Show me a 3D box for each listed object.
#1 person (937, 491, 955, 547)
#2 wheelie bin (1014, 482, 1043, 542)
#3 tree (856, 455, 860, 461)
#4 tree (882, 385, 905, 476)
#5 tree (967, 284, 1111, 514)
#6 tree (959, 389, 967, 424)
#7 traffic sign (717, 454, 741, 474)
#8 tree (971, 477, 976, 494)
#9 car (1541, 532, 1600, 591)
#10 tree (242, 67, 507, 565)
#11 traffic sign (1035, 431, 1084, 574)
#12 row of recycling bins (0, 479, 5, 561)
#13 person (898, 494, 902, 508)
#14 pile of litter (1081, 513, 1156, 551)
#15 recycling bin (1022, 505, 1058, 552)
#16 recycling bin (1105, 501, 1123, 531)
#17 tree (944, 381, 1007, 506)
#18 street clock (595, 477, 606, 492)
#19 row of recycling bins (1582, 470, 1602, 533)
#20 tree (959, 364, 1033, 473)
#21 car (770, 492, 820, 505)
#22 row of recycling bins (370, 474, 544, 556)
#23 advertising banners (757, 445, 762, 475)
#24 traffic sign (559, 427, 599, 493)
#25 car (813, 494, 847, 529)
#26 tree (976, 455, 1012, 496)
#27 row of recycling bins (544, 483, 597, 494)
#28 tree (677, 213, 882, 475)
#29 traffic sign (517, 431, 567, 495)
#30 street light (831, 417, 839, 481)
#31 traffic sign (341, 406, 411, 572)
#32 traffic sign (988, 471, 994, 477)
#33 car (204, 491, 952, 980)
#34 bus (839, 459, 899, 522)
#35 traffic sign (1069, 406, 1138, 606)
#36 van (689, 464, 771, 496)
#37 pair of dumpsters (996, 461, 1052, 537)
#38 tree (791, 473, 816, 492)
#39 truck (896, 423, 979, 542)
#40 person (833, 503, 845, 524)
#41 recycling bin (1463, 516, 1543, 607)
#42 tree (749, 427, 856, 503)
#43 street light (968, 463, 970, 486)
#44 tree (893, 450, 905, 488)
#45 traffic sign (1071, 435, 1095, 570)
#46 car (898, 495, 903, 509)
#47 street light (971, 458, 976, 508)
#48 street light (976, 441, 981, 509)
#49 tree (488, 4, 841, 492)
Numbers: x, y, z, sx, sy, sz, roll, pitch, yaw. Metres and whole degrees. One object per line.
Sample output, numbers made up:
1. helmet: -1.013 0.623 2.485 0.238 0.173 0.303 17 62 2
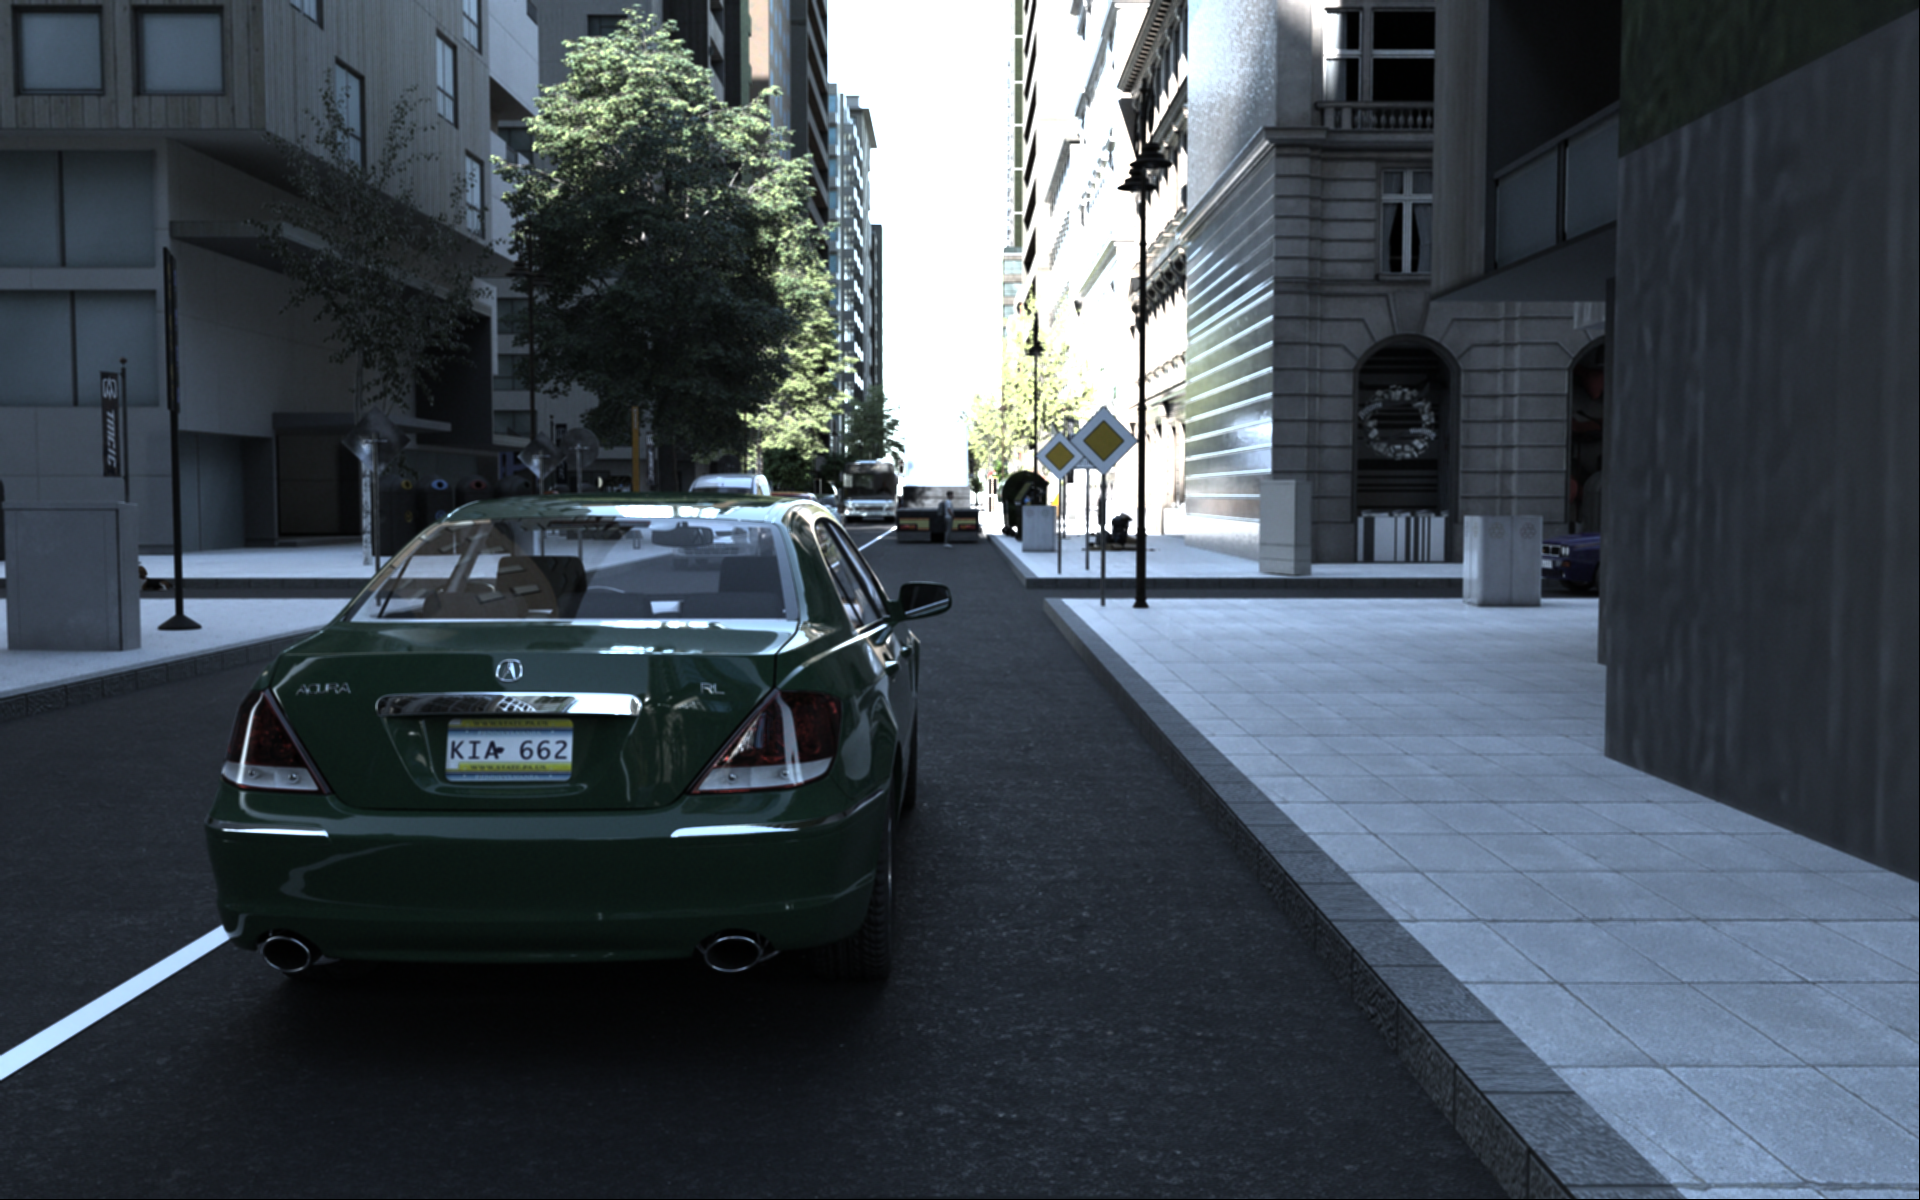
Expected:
1. person: -0.322 -2.189 46.892 0.503 1.515 0.523 3 5 42
2. wheelie bin: 1.859 -2.380 46.826 0.693 1.594 0.980 -1 4 -15
3. tree: -8.031 -8.159 117.107 4.285 4.588 4.351 0 3 0
4. tree: -8.776 -15.916 178.355 7.486 12.596 7.792 0 3 0
5. tree: 3.172 -6.807 61.654 4.737 8.622 4.395 0 3 0
6. tree: 2.391 -7.870 79.035 4.737 8.622 4.395 0 3 0
7. traffic sign: -7.420 -3.392 55.573 0.768 2.556 0.104 0 4 3
8. tree: 1.307 -9.194 144.928 1.663 3.219 1.824 0 3 0
9. car: 10.378 -0.758 24.975 3.894 1.354 1.945 0 3 0
10. tree: -10.422 -4.929 30.958 4.360 8.622 3.978 0 3 0
11. traffic sign: 1.596 -1.477 27.784 0.795 2.450 0.064 0 4 0
12. row of recycling bins: -18.749 -1.512 31.831 1.069 1.692 3.534 0 4 1
13. person: -5.508 -8.863 156.597 0.628 1.438 0.799 -1 4 -22
14. pile of litter: 3.668 -1.557 39.428 1.719 0.858 1.176 1 4 23
15. recycling bin: 1.788 -1.600 38.716 0.722 1.027 0.722 1 4 10
16. recycling bin: 5.311 -2.952 60.815 0.722 1.027 0.722 1 4 13
17. tree: 1.721 -16.940 187.344 12.009 13.543 11.850 0 3 0
18. street clock: -14.965 -4.137 72.202 0.471 2.002 0.358 3 4 36
19. row of recycling bins: 12.216 -1.328 28.820 3.534 1.692 1.069 1 4 22
20. tree: 2.065 -9.062 98.524 4.360 8.622 3.978 0 3 0
21. car: -3.983 -1.833 39.018 2.155 1.783 4.494 0 4 1
22. row of recycling bins: -10.776 -1.817 36.822 3.534 1.692 1.069 -3 5 -39
23. advertising banners: -7.313 -3.987 61.382 0.090 3.025 2.074 1 4 10
24. traffic sign: -7.278 -2.020 33.129 0.768 2.556 0.104 0 4 1
25. car: -5.016 -2.996 60.784 2.131 1.459 4.920 0 4 -1
26. tree: 1.950 -5.488 84.333 1.663 3.219 1.824 0 3 0
27. row of recycling bins: -15.187 -3.472 63.876 3.534 1.692 1.069 -1 4 -18
28. tree: -7.727 -9.271 69.711 7.486 12.596 7.792 0 3 0
29. traffic sign: -6.698 -1.475 27.763 0.795 2.450 0.064 0 4 0
30. street light: -7.560 -8.055 104.487 0.468 5.910 1.993 0 4 0
31. traffic sign: -6.658 -0.987 19.778 0.795 2.450 0.064 0 4 0
32. traffic sign: 1.890 -5.709 93.450 0.768 2.556 0.104 1 4 9
33. car: -1.098 0.322 6.540 2.131 1.459 4.920 0 3 0
34. bus: -4.607 -5.854 90.573 2.948 3.499 13.247 0 4 -2
35. traffic sign: 1.636 -0.988 19.799 0.795 2.450 0.064 0 4 0
36. van: -4.625 -1.664 34.211 2.013 2.044 4.112 0 4 0
37. pair of dumpsters: 1.974 -3.130 53.676 1.574 2.255 4.437 0 4 0
38. tree: -7.853 -5.596 86.098 1.663 3.219 1.824 0 3 0
39. truck: -0.800 -4.290 59.895 2.967 4.110 18.799 0 4 -1
40. person: -2.611 -1.457 37.002 0.352 1.250 0.332 0 4 7
41. recycling bin: 6.272 -0.458 20.042 0.722 1.027 0.722 0 4 1
42. tree: -7.875 -5.775 78.129 4.285 4.588 4.351 0 3 0
43. street light: 1.272 -12.619 179.100 0.468 5.910 1.993 0 4 0
44. tree: -8.251 -18.791 257.598 4.737 8.622 4.395 0 3 0
45. traffic sign: 2.157 -1.661 29.281 0.606 2.300 0.079 0 4 4
46. car: -5.205 -9.663 169.996 2.014 1.417 4.499 0 4 0
47. street light: 1.373 -10.827 149.807 0.468 5.910 1.993 0 4 0
48. street light: 1.530 -9.035 120.514 0.468 5.910 1.993 0 4 0
49. tree: -7.754 -8.519 45.935 9.857 13.997 8.962 0 3 0
